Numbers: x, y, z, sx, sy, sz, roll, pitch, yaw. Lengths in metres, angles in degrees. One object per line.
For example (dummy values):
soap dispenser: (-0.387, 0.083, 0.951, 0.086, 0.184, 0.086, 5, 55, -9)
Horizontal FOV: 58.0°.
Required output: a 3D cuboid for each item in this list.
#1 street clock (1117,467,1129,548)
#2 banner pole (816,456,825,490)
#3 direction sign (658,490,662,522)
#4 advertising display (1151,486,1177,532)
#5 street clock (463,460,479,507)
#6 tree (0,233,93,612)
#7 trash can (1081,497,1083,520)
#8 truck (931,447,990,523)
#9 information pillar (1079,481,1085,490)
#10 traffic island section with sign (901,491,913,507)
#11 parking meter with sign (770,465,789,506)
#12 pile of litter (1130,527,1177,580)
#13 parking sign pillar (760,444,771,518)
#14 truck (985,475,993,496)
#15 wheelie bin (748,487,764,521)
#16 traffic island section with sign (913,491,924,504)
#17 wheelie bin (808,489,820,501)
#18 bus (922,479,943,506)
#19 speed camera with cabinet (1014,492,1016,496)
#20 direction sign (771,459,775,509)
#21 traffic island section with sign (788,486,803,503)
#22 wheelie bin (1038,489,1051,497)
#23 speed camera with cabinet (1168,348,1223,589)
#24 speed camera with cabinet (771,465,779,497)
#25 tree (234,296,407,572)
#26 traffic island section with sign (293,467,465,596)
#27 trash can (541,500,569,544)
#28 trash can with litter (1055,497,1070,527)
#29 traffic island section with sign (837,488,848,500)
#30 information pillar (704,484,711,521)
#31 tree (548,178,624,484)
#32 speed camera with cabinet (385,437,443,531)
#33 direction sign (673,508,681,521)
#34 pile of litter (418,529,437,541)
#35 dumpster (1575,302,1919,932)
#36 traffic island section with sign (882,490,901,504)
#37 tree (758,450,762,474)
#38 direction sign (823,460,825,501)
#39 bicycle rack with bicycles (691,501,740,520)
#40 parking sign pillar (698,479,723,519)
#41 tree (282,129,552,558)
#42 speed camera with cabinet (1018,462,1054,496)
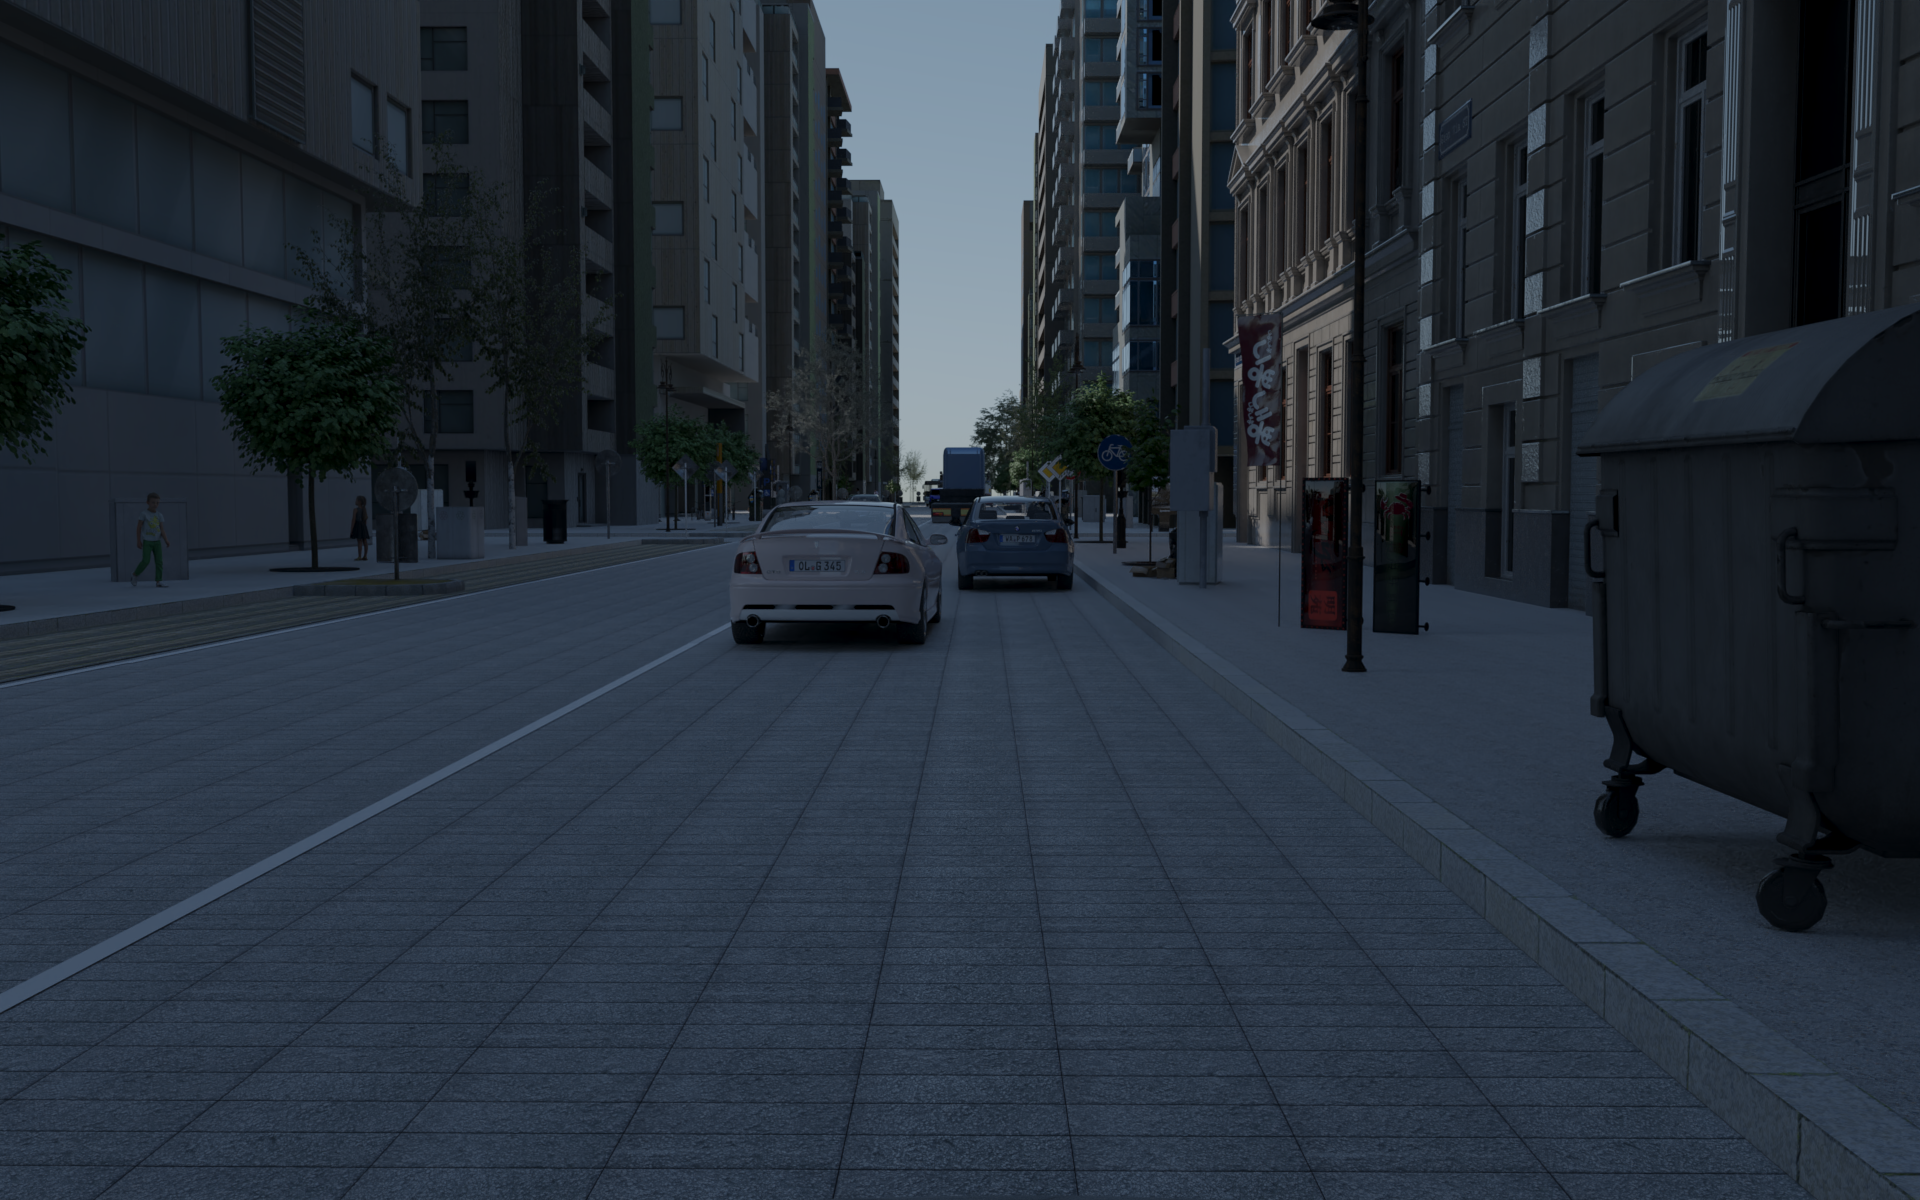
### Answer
street clock: (3.810, -2.225, 40.942, 0.358, 2.002, 0.471, -1, 4, -22)
banner pole: (-9.206, -7.646, 115.029, 0.863, 3.779, 0.401, 2, 4, 32)
direction sign: (-13.935, -5.372, 79.835, 0.379, 3.537, 0.876, -2, 4, -35)
advertising display: (6.926, -3.278, 58.803, 0.974, 1.923, 0.123, -1, 4, -13)
street clock: (-10.509, -1.999, 37.259, 0.358, 2.002, 0.471, -1, 4, -16)
tree: (-11.161, -2.142, 18.729, 4.285, 4.588, 4.351, 0, 3, 0)
trash can: (5.968, -4.214, 80.547, 0.748, 1.137, 0.748, 0, 3, 0)
truck: (0.055, -6.341, 93.432, 2.967, 4.110, 18.799, 0, 4, 2)
information pillar: (6.795, -5.626, 96.484, 0.304, 2.012, 0.304, 2, 4, 25)
traffic island section with sign: (-6.345, -10.810, 185.374, 1.989, 1.847, 2.006, 0, 4, 1)
parking meter with sign: (-10.467, -6.480, 102.208, 1.738, 3.016, 0.543, 1, 4, 13)
pile of litter: (3.199, -0.779, 26.707, 1.176, 0.858, 1.719, 1, 4, 9)
parking sign pillar: (-10.377, -6.355, 92.369, 1.447, 3.967, 1.447, -1, 4, -12)
truck: (3.105, -15.113, 236.011, 2.839, 4.237, 11.283, 0, 4, 1)
wheelie bin: (-9.636, -4.525, 81.889, 0.693, 1.594, 0.980, 0, 4, 6)
traffic island section with sign: (-5.677, -14.171, 240.316, 1.989, 1.847, 2.006, 0, 4, 1)
wheelie bin: (-9.293, -6.255, 110.174, 0.693, 1.594, 0.980, 0, 4, 8)
bus: (-2.609, -12.771, 203.664, 2.948, 3.499, 13.247, 0, 4, 2)
speed camera with cabinet: (5.000, -8.140, 127.422, 2.038, 3.252, 0.660, -1, 4, -14)
direction sign: (-11.990, -7.277, 110.972, 0.379, 3.537, 0.876, 1, 4, 9)
traffic island section with sign: (-7.634, -4.404, 80.632, 1.989, 1.847, 2.006, 0, 4, 1)
wheelie bin: (5.010, -5.811, 102.924, 0.693, 1.594, 0.980, 1, 4, 19)
speed camera with cabinet: (3.323, -1.833, 24.311, 0.660, 3.252, 2.038, 1, 4, 13)
speed camera with cabinet: (-13.178, -7.621, 118.944, 2.038, 3.252, 0.660, 1, 4, 18)
tree: (-10.819, -2.772, 29.043, 4.285, 4.588, 4.351, 0, 3, 0)
traffic island section with sign: (-8.318, -1.008, 25.110, 1.989, 1.847, 2.006, 0, 4, 1)
trash can: (-10.449, -2.020, 44.678, 0.748, 1.137, 0.748, 0, 3, 0)
trash can with litter: (3.373, -2.965, 59.872, 0.624, 1.170, 1.055, -1, 4, -21)
traffic island section with sign: (-7.303, -6.092, 108.224, 1.989, 1.847, 2.006, 0, 4, 1)
information pillar: (-12.160, -4.832, 83.502, 0.304, 2.012, 0.304, 0, 4, -3)
tree: (-10.189, -5.488, 40.091, 4.360, 8.622, 3.978, 0, 3, 0)
speed camera with cabinet: (-18.910, -4.012, 59.928, 0.660, 3.252, 2.038, 3, 4, 37)
direction sign: (-13.456, -5.518, 82.222, 0.876, 3.537, 0.379, 0, 4, 7)
pile of litter: (-14.577, -2.106, 48.397, 1.719, 0.858, 1.176, -2, 4, -33)
dumpster: (2.955, 0.003, 5.715, 1.264, 1.857, 1.865, 0, 4, 1)
traffic island section with sign: (-6.683, -9.139, 158.053, 1.989, 1.847, 2.006, 0, 4, 1)
tree: (-10.350, -5.635, 75.848, 4.285, 4.588, 4.351, 0, 3, 0)
direction sign: (-8.911, -7.451, 113.818, 0.379, 3.537, 0.876, 0, 4, 2)
bicycle rack with bicycles: (-12.038, -4.399, 85.307, 2.852, 0.926, 2.925, 0, 4, 1)
parking sign pillar: (-12.832, -6.159, 89.173, 1.447, 3.967, 1.447, -3, 4, -36)
tree: (-10.774, -5.131, 34.258, 4.360, 8.622, 3.978, 0, 3, 0)
speed camera with cabinet: (4.682, -6.815, 105.764, 2.038, 3.252, 0.660, -1, 4, -22)
